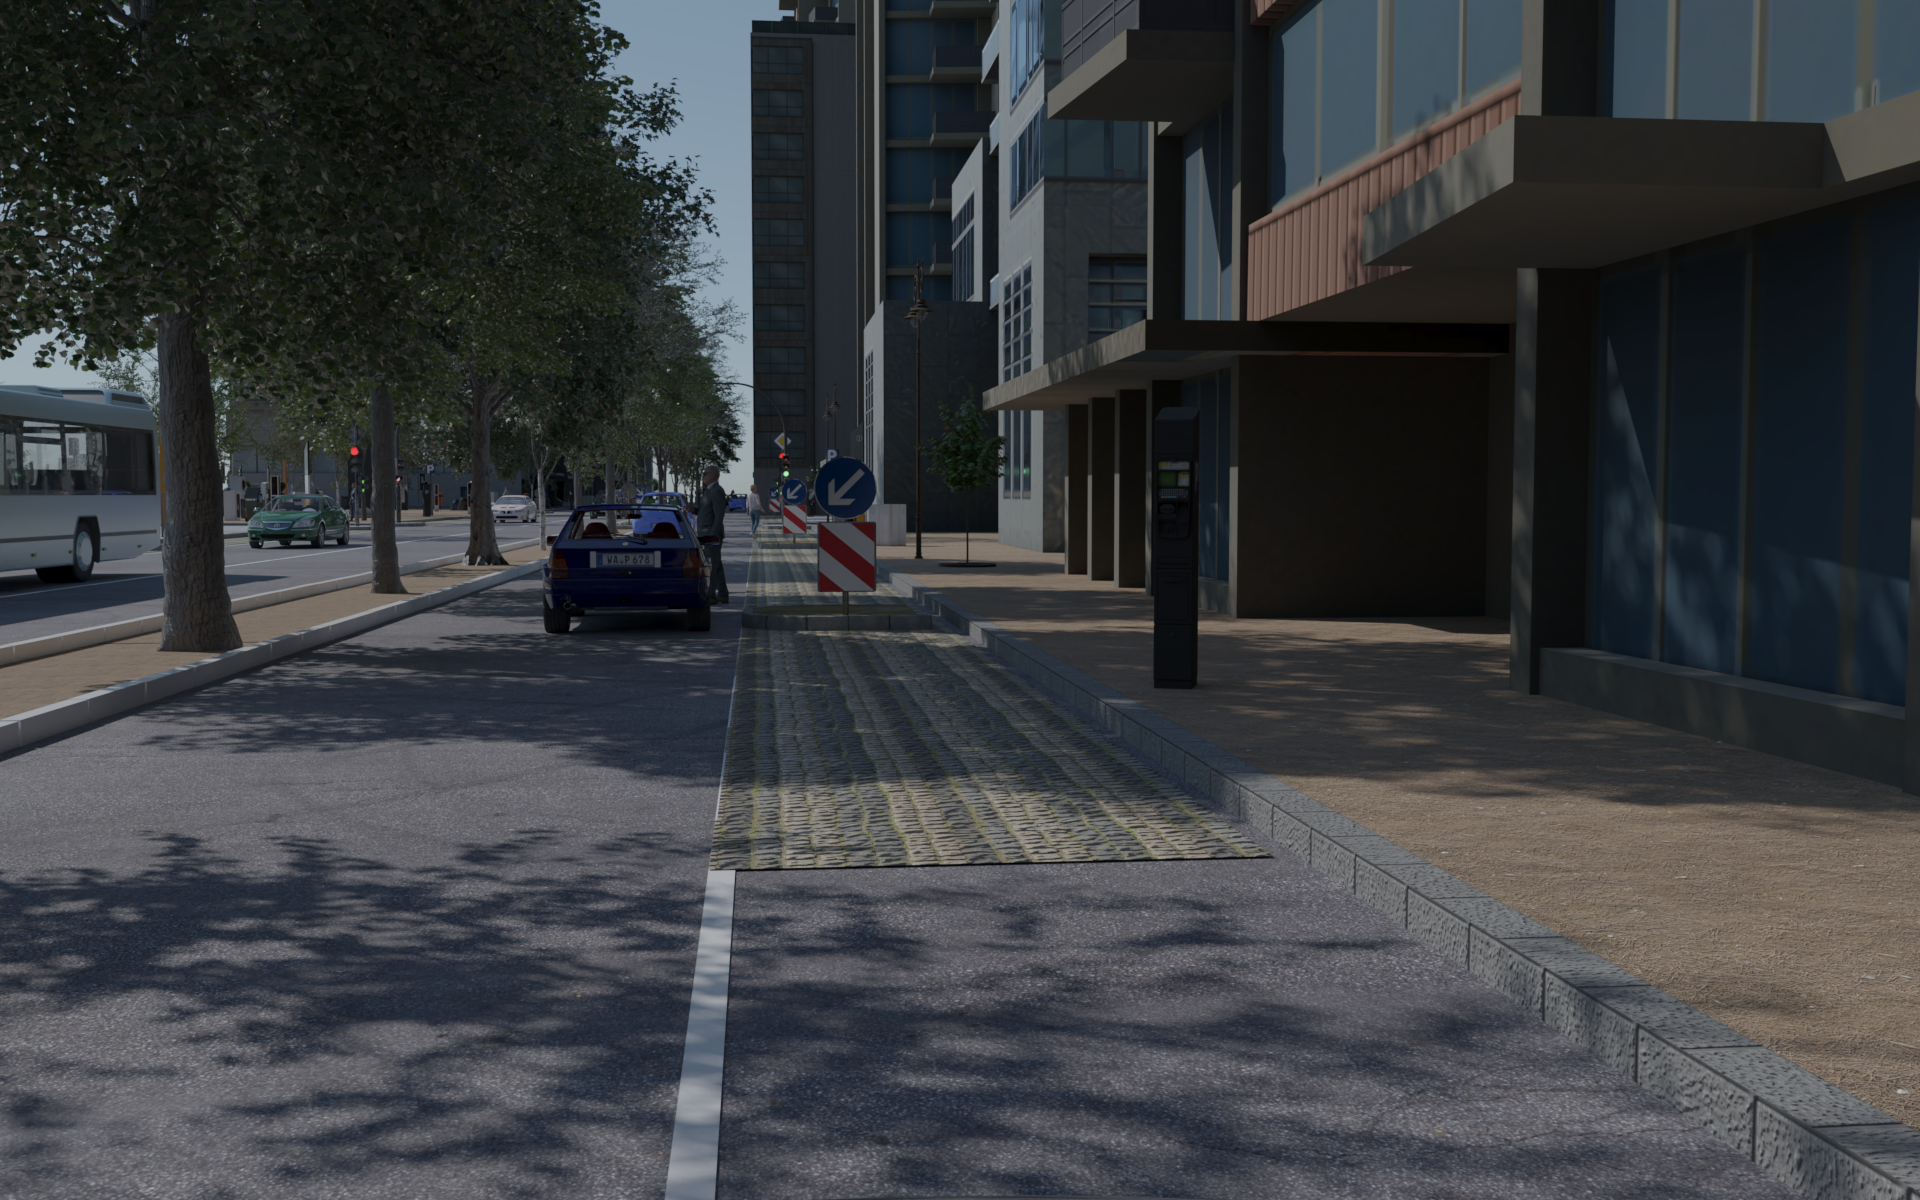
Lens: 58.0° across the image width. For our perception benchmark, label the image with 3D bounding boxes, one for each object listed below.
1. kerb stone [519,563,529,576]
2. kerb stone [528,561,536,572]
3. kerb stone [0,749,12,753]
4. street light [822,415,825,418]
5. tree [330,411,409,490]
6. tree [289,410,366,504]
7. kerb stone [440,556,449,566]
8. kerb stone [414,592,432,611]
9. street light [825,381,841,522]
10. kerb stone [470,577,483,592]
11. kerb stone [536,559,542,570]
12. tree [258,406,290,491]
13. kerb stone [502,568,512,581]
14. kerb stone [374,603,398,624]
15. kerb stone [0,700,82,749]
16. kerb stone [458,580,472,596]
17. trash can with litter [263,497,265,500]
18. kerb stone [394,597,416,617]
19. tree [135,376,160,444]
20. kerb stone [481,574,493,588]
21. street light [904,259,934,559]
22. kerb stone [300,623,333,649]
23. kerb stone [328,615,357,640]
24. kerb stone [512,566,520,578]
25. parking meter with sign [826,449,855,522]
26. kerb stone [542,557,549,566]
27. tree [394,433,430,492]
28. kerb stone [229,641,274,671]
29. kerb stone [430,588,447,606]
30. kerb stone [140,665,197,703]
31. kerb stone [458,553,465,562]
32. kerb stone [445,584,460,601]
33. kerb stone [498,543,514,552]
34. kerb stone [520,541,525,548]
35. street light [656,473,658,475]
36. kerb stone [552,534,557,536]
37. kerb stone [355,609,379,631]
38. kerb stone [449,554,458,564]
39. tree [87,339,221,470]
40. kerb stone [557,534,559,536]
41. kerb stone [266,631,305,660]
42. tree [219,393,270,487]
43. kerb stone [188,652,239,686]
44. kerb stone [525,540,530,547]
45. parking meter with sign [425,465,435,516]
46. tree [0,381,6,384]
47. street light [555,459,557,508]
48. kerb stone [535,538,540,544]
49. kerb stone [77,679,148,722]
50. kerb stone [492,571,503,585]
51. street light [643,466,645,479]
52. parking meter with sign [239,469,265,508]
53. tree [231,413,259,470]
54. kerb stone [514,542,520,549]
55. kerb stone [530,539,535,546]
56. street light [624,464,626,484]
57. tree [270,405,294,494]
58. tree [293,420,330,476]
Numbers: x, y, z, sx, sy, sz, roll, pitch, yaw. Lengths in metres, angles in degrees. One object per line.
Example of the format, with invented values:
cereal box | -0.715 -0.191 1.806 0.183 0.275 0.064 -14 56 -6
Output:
kerb stone | -7.810 -0.518 30.666 0.120 0.150 1.000 0 4 -7
kerb stone | -7.931 -0.577 31.681 0.120 0.150 1.000 0 4 -7
kerb stone | -5.333 0.792 9.308 0.120 0.150 1.000 0 4 -7
street light | -6.067 -6.524 79.451 0.468 5.910 1.993 0 4 -7
tree | -36.005 -9.592 107.183 4.737 8.622 4.395 0 3 0
tree | -36.575 -9.295 102.339 4.360 8.622 3.978 0 3 0
kerb stone | -10.384 -0.747 34.511 0.120 0.150 1.000 0 4 -7
kerb stone | -6.749 0.042 21.508 0.120 0.150 1.000 0 4 -7
street light | -5.109 -5.992 70.759 0.468 5.910 1.993 0 4 -7
kerb stone | -7.228 -0.203 25.580 0.120 0.150 1.000 0 4 -7
kerb stone | -8.057 -0.643 32.701 0.120 0.150 1.000 0 4 -7
tree | -40.893 -9.673 108.511 4.360 8.622 3.978 0 3 0
kerb stone | -7.577 -0.391 28.628 0.120 0.150 1.000 0 4 -7
kerb stone | -6.517 0.166 19.475 0.120 0.150 1.000 0 4 -7
kerb stone | -5.449 0.726 10.324 0.120 0.150 1.000 0 4 -7
kerb stone | -7.103 -0.145 24.565 0.120 0.150 1.000 0 4 -7
trash can with litter | -58.078 -8.211 145.631 0.624 1.170 1.055 1 4 14
kerb stone | -6.631 0.104 20.493 0.120 0.150 1.000 0 4 -7
tree | -47.157 -9.264 101.835 4.360 8.622 3.978 0 3 0
kerb stone | -7.347 -0.269 26.595 0.120 0.150 1.000 0 4 -7
street light | -0.819 -3.758 34.234 0.468 5.910 1.993 0 4 -7
kerb stone | -6.159 0.353 16.419 0.120 0.150 1.000 0 4 -7
kerb stone | -6.271 0.291 17.436 0.120 0.150 1.000 0 4 -7
kerb stone | -7.698 -0.456 29.643 0.120 0.150 1.000 0 4 -7
parking meter with sign | -4.557 -4.364 67.618 0.543 3.016 1.738 2 4 26
kerb stone | -8.166 -0.705 33.718 0.120 0.150 1.000 0 4 -7
tree | -42.597 -11.089 131.663 4.360 8.622 3.978 0 3 0
kerb stone | -5.927 0.478 14.388 0.120 0.150 1.000 0 4 -7
kerb stone | -6.863 -0.019 22.533 0.120 0.150 1.000 0 4 -7
kerb stone | -5.689 0.606 12.358 0.120 0.150 1.000 0 4 -7
kerb stone | -10.616 -0.877 36.542 0.120 0.150 1.000 0 4 -7
kerb stone | -6.982 -0.078 23.548 0.120 0.150 1.000 0 4 -7
kerb stone | -11.444 -1.313 43.664 0.120 0.150 1.000 0 4 -7
kerb stone | -11.682 -1.437 45.695 0.120 0.150 1.000 0 4 -7
street light | -53.984 -20.547 308.725 0.468 5.910 1.993 0 4 -7
kerb stone | -12.502 -1.874 52.828 0.120 0.150 1.000 0 4 -7
kerb stone | -6.392 0.231 18.451 0.120 0.150 1.000 0 4 -7
kerb stone | -10.500 -0.815 35.526 0.120 0.150 1.000 0 4 -7
tree | -37.038 -7.807 78.002 4.737 8.622 4.395 0 3 0
kerb stone | -12.749 -1.994 54.858 0.120 0.150 1.000 0 4 -7
kerb stone | -6.044 0.415 15.404 0.120 0.150 1.000 0 4 -7
tree | -40.304 -8.796 94.181 4.737 8.622 4.395 0 3 0
kerb stone | -5.802 0.544 13.374 0.120 0.150 1.000 0 4 -7
kerb stone | -11.799 -1.500 46.717 0.120 0.150 1.000 0 4 -7
parking meter with sign | -31.702 -6.554 103.426 0.543 3.016 1.738 -2 4 -23
tree | -54.417 -8.864 95.284 4.360 8.622 3.978 0 3 0
street light | -35.985 -11.093 154.165 0.468 5.910 1.993 0 4 -7
kerb stone | -12.030 -1.623 48.749 0.120 0.150 1.000 0 4 -7
kerb stone | -5.574 0.664 11.338 0.120 0.150 1.000 0 4 -7
kerb stone | -7.459 -0.331 27.613 0.120 0.150 1.000 0 4 -7
street light | -49.775 -18.314 272.225 0.468 5.910 1.993 0 4 -7
parking meter with sign | -50.147 -7.744 122.883 1.738 3.016 0.543 -2 4 -27
tree | -46.999 -10.321 119.109 4.360 8.622 3.978 0 3 0
kerb stone | -11.560 -1.375 44.680 0.120 0.150 1.000 0 4 -7
kerb stone | -11.915 -1.551 47.734 0.120 0.150 1.000 0 4 -7
street light | -45.513 -16.073 235.575 0.468 5.910 1.993 0 4 -7
tree | -49.816 -10.934 129.135 4.737 8.622 4.395 0 3 0
tree | -40.374 -10.032 114.380 4.737 8.622 4.395 0 3 0
